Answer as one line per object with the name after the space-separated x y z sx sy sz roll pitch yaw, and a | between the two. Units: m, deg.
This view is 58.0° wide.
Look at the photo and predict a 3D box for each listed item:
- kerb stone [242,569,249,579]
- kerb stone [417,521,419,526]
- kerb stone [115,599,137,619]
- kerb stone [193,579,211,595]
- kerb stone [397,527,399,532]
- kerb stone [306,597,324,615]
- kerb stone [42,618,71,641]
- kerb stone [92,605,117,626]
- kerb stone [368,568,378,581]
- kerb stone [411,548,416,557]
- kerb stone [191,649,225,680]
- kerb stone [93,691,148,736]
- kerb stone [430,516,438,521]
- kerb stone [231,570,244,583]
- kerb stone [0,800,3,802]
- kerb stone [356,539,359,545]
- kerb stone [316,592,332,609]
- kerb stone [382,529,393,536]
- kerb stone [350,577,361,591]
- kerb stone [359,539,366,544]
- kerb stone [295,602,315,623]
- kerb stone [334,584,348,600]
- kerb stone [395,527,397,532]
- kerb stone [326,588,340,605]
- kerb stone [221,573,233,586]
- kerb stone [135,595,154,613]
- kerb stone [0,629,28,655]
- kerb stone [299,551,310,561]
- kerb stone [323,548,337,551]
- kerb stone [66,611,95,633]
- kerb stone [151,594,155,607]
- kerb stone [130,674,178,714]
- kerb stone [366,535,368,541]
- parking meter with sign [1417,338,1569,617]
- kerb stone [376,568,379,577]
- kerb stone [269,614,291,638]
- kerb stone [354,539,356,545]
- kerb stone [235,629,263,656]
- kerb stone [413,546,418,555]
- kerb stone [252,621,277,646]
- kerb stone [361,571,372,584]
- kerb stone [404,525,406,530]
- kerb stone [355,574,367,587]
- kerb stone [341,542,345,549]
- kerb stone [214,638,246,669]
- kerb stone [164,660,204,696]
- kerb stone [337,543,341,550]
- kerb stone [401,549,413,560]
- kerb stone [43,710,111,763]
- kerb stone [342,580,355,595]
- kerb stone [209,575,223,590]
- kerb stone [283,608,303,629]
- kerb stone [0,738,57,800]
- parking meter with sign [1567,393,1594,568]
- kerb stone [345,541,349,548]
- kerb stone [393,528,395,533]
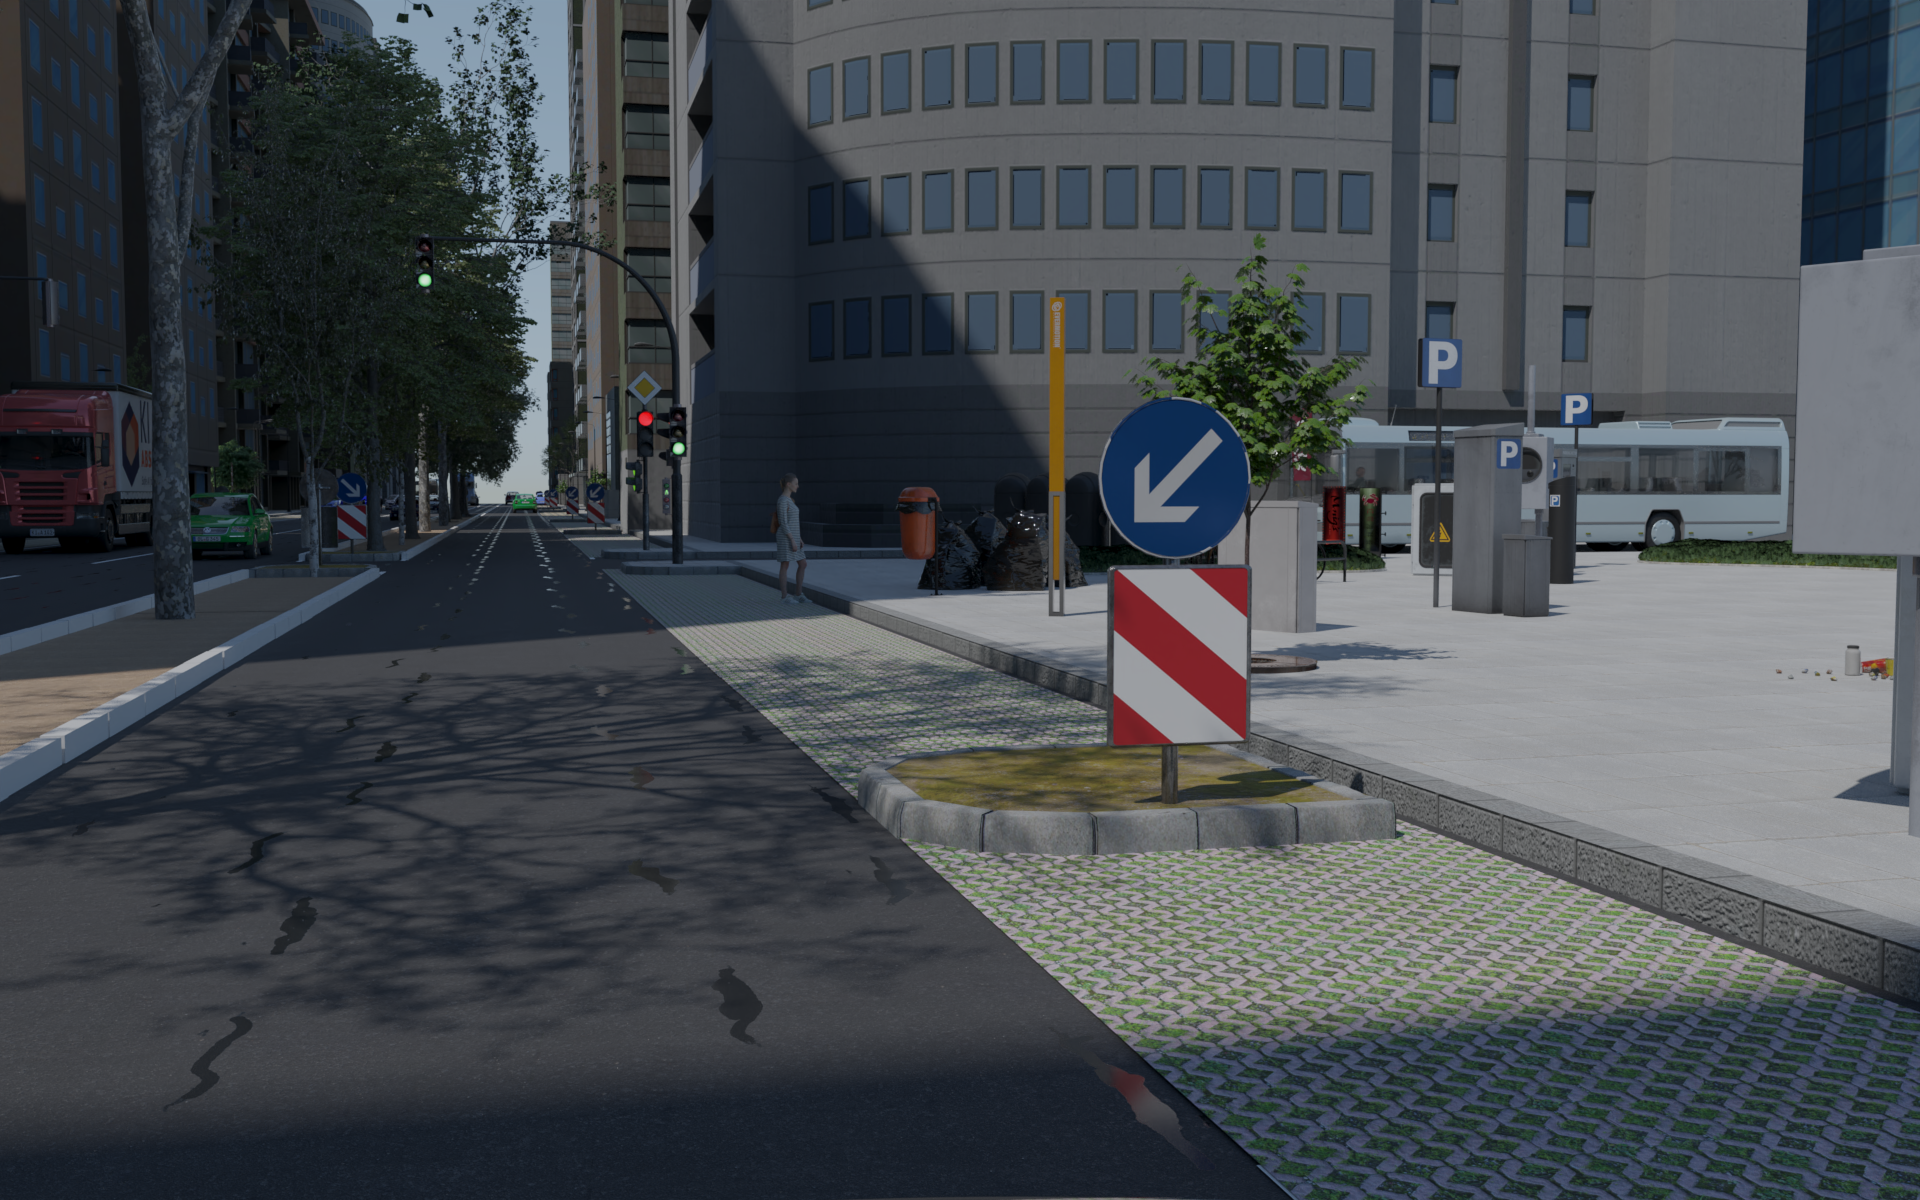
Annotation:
-12.037 -0.416 29.031 0.120 0.150 1.000 -1 4 -14 | kerb stone
-25.585 -3.670 82.226 0.120 0.150 1.000 -1 4 -14 | kerb stone
-9.748 0.129 20.090 0.120 0.150 1.000 -1 4 -14 | kerb stone
-11.025 -0.174 25.064 0.120 0.150 1.000 -1 4 -14 | kerb stone
-21.025 -2.576 64.334 0.120 0.150 1.000 -1 4 -14 | kerb stone
-7.722 0.097 20.604 0.120 0.150 1.000 -1 4 -14 | kerb stone
-9.003 0.315 17.108 0.120 0.150 1.000 -1 4 -14 | kerb stone
-9.501 0.189 19.098 0.120 0.150 1.000 -1 4 -14 | kerb stone
-9.748 -0.389 28.558 0.120 0.150 1.000 -1 4 -14 | kerb stone
-12.407 -1.020 39.000 0.120 0.150 1.000 -1 4 -14 | kerb stone
-5.957 0.523 13.646 0.120 0.150 1.000 -1 4 -14 | kerb stone
-5.190 0.705 10.668 0.120 0.150 1.000 -1 4 -14 | kerb stone
-28.875 -4.458 95.130 0.120 0.150 1.000 -1 4 -14 | kerb stone
-11.782 -0.357 28.040 0.120 0.150 1.000 -1 4 -14 | kerb stone
-4.435 0.887 7.687 0.120 0.150 1.000 -1 4 -14 | kerb stone
-16.976 -1.603 48.427 0.120 0.150 1.000 -1 4 -14 | kerb stone
-7.978 0.037 21.594 0.120 0.150 1.000 -1 4 -14 | kerb stone
-20.268 -2.393 61.352 0.120 0.150 1.000 -1 4 -14 | kerb stone
-8.990 -0.207 25.574 0.120 0.150 1.000 -1 4 -14 | kerb stone
-17.481 -1.723 50.417 0.120 0.150 1.000 -1 4 -14 | kerb stone
-7.459 0.158 19.616 0.120 0.150 1.000 -1 4 -14 | kerb stone
-8.481 -0.085 23.586 0.120 0.150 1.000 -1 4 -14 | kerb stone
-20.772 -2.506 63.341 0.120 0.150 1.000 -1 4 -14 | kerb stone
-8.232 -0.023 22.594 0.120 0.150 1.000 -1 4 -14 | kerb stone
-11.537 -0.297 27.044 0.120 0.150 1.000 -1 4 -14 | kerb stone
-10.015 0.073 21.085 0.120 0.150 1.000 -1 4 -14 | kerb stone
-8.744 0.372 16.106 0.120 0.150 1.000 -1 4 -14 | kerb stone
-14.197 -0.935 37.516 0.120 0.150 1.000 -1 4 -14 | kerb stone
-15.462 -1.237 42.481 0.120 0.150 1.000 -1 4 -14 | kerb stone
-9.251 0.251 18.099 0.120 0.150 1.000 -1 4 -14 | kerb stone
-10.265 0.008 22.083 0.120 0.150 1.000 -1 4 -14 | kerb stone
-5.446 0.644 11.663 0.120 0.150 1.000 -1 4 -14 | kerb stone
-17.737 -1.781 51.413 0.120 0.150 1.000 -1 4 -14 | kerb stone
5.698 -1.375 18.738 0.543 3.016 1.738 -1 4 -22 | parking meter with sign
-10.007 -0.446 29.547 0.120 0.150 1.000 -1 4 -14 | kerb stone
-6.963 0.280 17.633 0.120 0.150 1.000 -1 4 -14 | kerb stone
-16.725 -1.544 47.436 0.120 0.150 1.000 -1 4 -14 | kerb stone
-6.458 0.401 15.638 0.120 0.150 1.000 -1 4 -14 | kerb stone
-12.665 -1.088 39.989 0.120 0.150 1.000 -1 4 -14 | kerb stone
-6.715 0.340 16.632 0.120 0.150 1.000 -1 4 -14 | kerb stone
-9.503 -0.327 27.565 0.120 0.150 1.000 -1 4 -14 | kerb stone
-22.039 -2.821 68.321 0.120 0.150 1.000 -1 4 -14 | kerb stone
-9.250 -0.268 26.573 0.120 0.150 1.000 -1 4 -14 | kerb stone
-15.964 -1.358 44.463 0.120 0.150 1.000 -1 4 -14 | kerb stone
-6.200 0.462 14.639 0.120 0.150 1.000 -1 4 -14 | kerb stone
-5.699 0.583 12.656 0.120 0.150 1.000 -1 4 -14 | kerb stone
-15.711 -1.301 43.473 0.120 0.150 1.000 -1 4 -14 | kerb stone
-12.160 -0.964 38.008 0.120 0.150 1.000 -1 4 -14 | kerb stone
-4.940 0.766 9.676 0.120 0.150 1.000 -1 4 -14 | kerb stone
-8.736 -0.146 24.584 0.120 0.150 1.000 -1 4 -14 | kerb stone
-11.276 -0.236 26.055 0.120 0.150 1.000 -1 4 -14 | kerb stone
-7.215 0.218 18.623 0.120 0.150 1.000 -1 4 -14 | kerb stone
-4.694 0.832 8.678 0.120 0.150 1.000 -1 4 -14 | kerb stone
10.119 -2.030 29.450 0.543 3.016 1.738 3 5 43 | parking meter with sign
-16.217 -1.422 45.456 0.120 0.150 1.000 -1 4 -14 | kerb stone
-20.519 -2.455 62.344 0.120 0.150 1.000 -1 4 -14 | kerb stone
